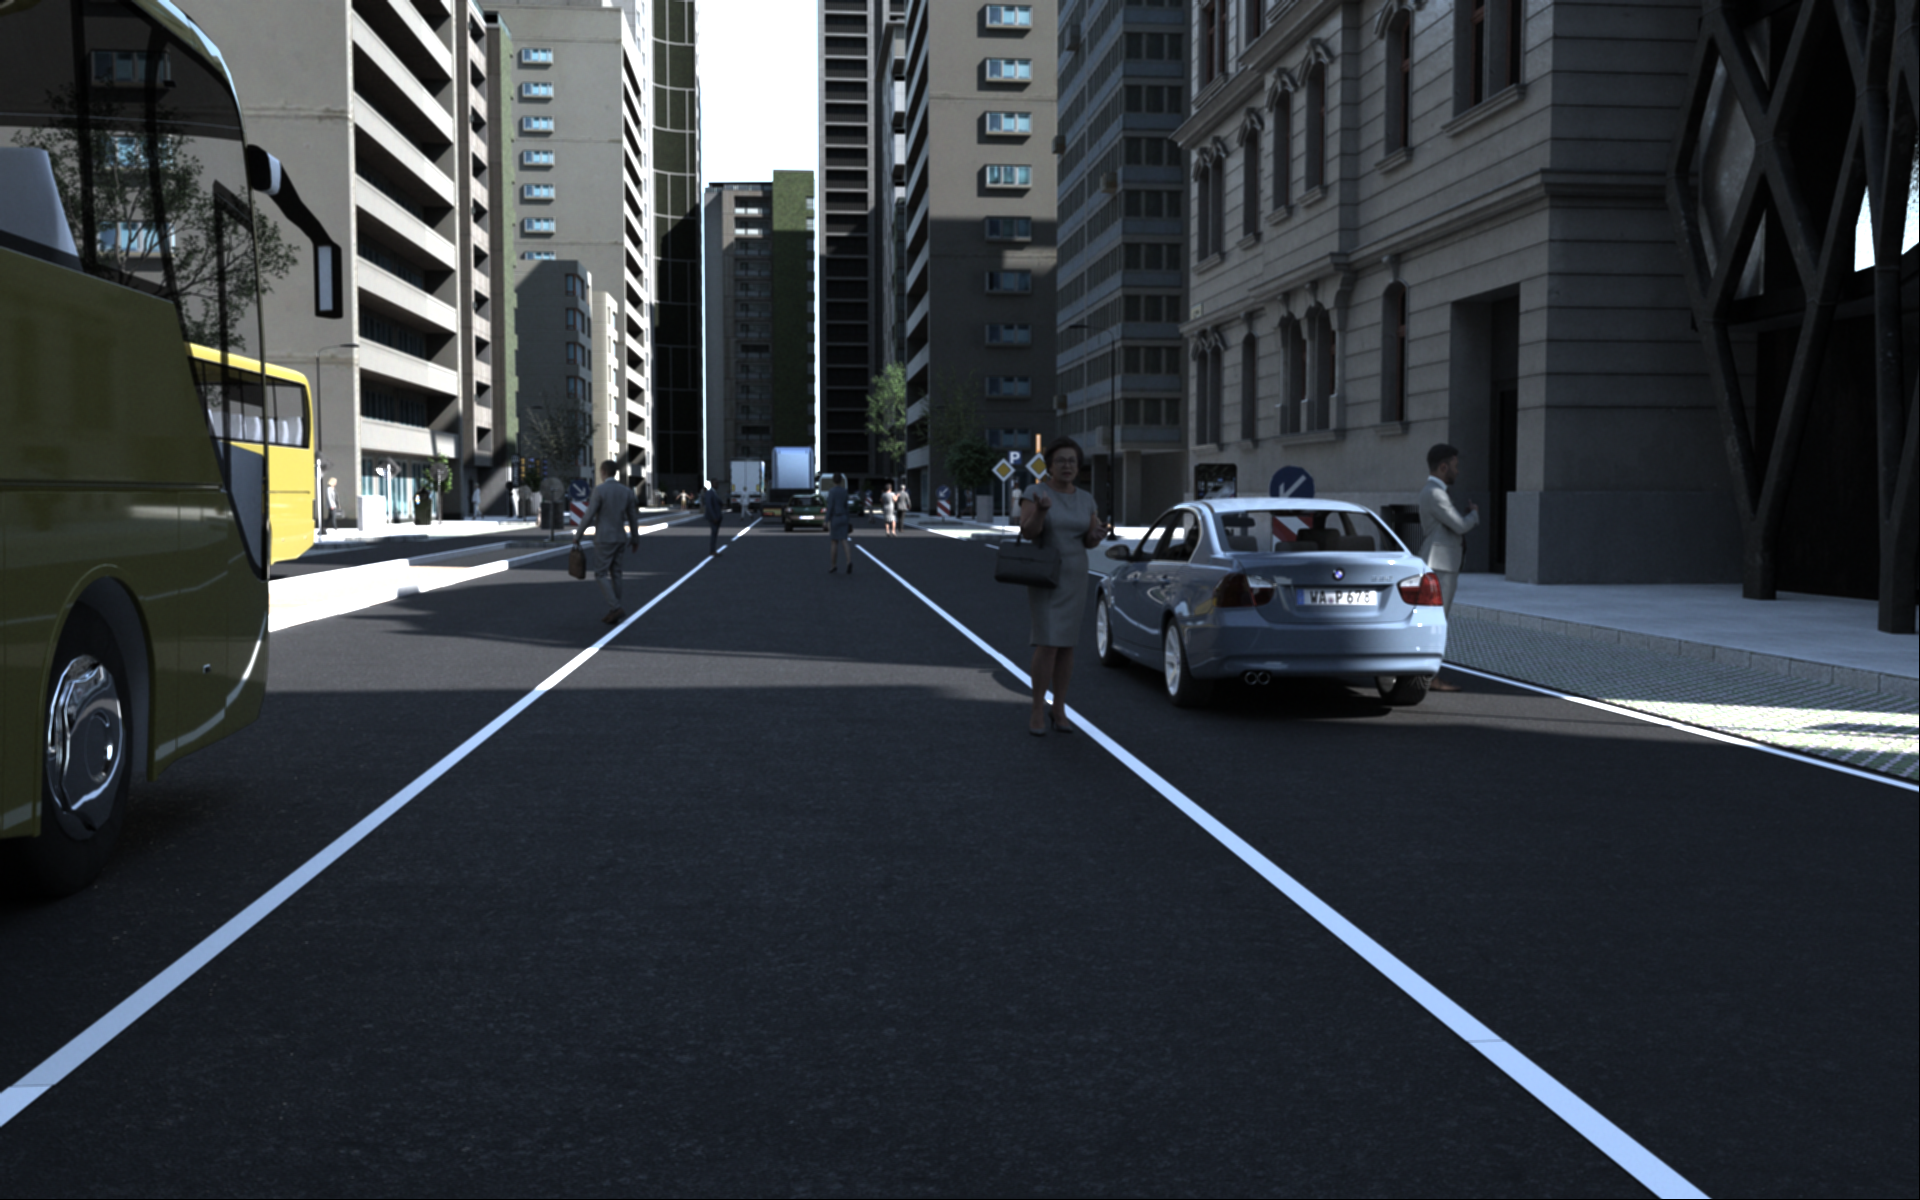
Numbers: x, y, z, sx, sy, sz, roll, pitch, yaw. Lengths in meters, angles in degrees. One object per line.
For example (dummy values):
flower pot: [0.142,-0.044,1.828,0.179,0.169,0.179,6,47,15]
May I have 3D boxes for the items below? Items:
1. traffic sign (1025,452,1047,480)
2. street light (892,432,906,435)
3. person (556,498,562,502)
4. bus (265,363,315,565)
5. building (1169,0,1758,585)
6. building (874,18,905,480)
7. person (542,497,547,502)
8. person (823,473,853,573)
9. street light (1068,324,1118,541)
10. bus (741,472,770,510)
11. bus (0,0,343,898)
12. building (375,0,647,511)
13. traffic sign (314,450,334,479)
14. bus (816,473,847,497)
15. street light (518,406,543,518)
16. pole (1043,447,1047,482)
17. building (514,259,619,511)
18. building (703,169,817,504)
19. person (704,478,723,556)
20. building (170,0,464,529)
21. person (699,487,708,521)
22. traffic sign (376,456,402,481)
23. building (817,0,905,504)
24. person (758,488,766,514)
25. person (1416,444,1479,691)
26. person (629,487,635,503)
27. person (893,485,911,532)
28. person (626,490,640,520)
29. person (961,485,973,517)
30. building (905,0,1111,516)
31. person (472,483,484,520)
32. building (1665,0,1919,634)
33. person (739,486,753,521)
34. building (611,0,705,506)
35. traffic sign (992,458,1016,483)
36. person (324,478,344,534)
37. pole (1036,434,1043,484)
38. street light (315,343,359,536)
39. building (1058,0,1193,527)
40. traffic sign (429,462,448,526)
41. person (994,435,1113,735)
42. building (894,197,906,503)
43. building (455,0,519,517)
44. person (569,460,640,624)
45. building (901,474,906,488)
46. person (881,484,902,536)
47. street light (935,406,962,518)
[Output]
traffic sign: [2.187,-2.773,47.529,0.795,2.593,0.064,0,4,-6]
street light: [-4.432,-9.654,130.379,1.470,5.913,1.316,0,4,-6]
person: [-22.099,-5.062,95.537,0.475,1.303,0.640,-3,4,-36]
bus: [-11.774,-1.984,23.993,2.896,3.916,12.252,0,4,-7]
building: [13.262,-15.158,35.217,14.401,28.519,23.554,0,4,-6]
building: [5.549,-36.884,192.285,28.713,52.752,27.495,0,4,-6]
person: [-29.072,-6.990,120.574,0.529,1.795,0.600,3,4,36]
person: [-2.198,-1.401,31.429,0.581,1.822,0.654,-2,4,-26]
street light: [3.650,-4.583,47.465,1.470,5.913,1.316,0,4,-6]
bus: [-19.602,-10.512,163.411,2.896,3.916,12.252,0,4,-4]
bus: [-3.966,-0.690,2.830,2.896,3.916,12.252,0,4,-6]
building: [-42.051,-33.198,166.496,21.300,48.544,21.600,0,4,-6]
traffic sign: [-16.920,-2.661,45.703,0.795,2.593,0.064,0,4,-6]
bus: [-12.109,-10.345,163.993,2.948,3.499,13.247,0,4,-5]
street light: [-22.694,-7.271,91.416,1.470,5.913,1.316,0,4,-6]
pole: [3.625,-4.932,74.478,0.158,3.312,0.155,0,3,0]
building: [-43.367,-18.119,141.277,27.650,21.520,28.899,0,4,-6]
building: [-25.338,-32.818,220.161,14.086,41.232,14.154,0,4,-6]
person: [-5.712,-1.926,40.167,0.419,1.800,0.721,0,4,1]
building: [-33.831,-27.403,71.743,21.300,48.544,21.600,0,4,-6]
person: [-13.494,-5.106,91.972,0.713,1.824,0.794,1,4,13]
traffic sign: [-17.691,-3.147,53.651,0.795,2.593,0.064,0,4,-6]
building: [-7.955,-48.029,223.518,20.611,71.187,20.563,0,4,-6]
person: [-14.318,-7.181,125.750,0.795,1.843,0.661,0,4,-2]
person: [3.579,-0.246,12.708,0.466,1.800,0.511,0,4,-3]
person: [-16.184,-4.674,85.098,0.473,1.802,0.592,0,4,-7]
person: [-2.202,-3.473,65.674,0.661,1.777,0.834,0,4,7]
person: [-17.994,-5.270,95.149,0.782,1.767,0.515,-1,4,-19]
person: [0.451,-5.626,98.115,0.778,1.811,0.616,0,4,2]
building: [7.821,-29.759,110.262,21.300,48.544,21.600,0,4,-6]
person: [-23.930,-4.894,85.937,0.514,1.842,0.818,3,5,42]
building: [16.710,-9.037,15.214,16.820,18.784,16.811,0,4,-6]
person: [-11.432,-5.147,92.527,0.818,1.842,0.514,1,4,18]
building: [-43.582,-47.825,220.184,20.611,71.187,20.563,0,4,-6]
traffic sign: [1.416,-3.259,55.477,0.795,2.593,0.064,0,4,-6]
person: [-20.145,-3.019,55.580,0.728,1.800,0.709,0,4,1]
pole: [2.669,-3.994,59.153,0.158,3.312,0.155,0,3,0]
street light: [-19.203,-4.949,53.450,1.470,5.913,1.316,0,4,-6]
building: [17.120,-23.364,73.878,23.993,40.220,32.217,0,4,-6]
traffic sign: [-20.964,-4.256,69.690,0.768,2.556,0.104,0,4,-1]
person: [0.550,-0.090,10.326,0.716,1.782,0.532,-2,4,-24]
building: [0.389,-24.441,171.311,14.160,30.474,14.107,0,4,-6]
building: [-33.412,-19.973,98.262,14.160,30.474,14.107,0,4,-6]
person: [-3.940,-0.657,19.355,0.853,1.813,0.709,3,5,40]
building: [11.190,-28.200,152.954,32.217,40.220,23.993,0,4,-6]
person: [-2.289,-3.043,58.612,0.716,1.782,0.532,1,4,19]
street light: [-0.595,-7.263,91.295,1.470,5.913,1.316,0,4,-6]
